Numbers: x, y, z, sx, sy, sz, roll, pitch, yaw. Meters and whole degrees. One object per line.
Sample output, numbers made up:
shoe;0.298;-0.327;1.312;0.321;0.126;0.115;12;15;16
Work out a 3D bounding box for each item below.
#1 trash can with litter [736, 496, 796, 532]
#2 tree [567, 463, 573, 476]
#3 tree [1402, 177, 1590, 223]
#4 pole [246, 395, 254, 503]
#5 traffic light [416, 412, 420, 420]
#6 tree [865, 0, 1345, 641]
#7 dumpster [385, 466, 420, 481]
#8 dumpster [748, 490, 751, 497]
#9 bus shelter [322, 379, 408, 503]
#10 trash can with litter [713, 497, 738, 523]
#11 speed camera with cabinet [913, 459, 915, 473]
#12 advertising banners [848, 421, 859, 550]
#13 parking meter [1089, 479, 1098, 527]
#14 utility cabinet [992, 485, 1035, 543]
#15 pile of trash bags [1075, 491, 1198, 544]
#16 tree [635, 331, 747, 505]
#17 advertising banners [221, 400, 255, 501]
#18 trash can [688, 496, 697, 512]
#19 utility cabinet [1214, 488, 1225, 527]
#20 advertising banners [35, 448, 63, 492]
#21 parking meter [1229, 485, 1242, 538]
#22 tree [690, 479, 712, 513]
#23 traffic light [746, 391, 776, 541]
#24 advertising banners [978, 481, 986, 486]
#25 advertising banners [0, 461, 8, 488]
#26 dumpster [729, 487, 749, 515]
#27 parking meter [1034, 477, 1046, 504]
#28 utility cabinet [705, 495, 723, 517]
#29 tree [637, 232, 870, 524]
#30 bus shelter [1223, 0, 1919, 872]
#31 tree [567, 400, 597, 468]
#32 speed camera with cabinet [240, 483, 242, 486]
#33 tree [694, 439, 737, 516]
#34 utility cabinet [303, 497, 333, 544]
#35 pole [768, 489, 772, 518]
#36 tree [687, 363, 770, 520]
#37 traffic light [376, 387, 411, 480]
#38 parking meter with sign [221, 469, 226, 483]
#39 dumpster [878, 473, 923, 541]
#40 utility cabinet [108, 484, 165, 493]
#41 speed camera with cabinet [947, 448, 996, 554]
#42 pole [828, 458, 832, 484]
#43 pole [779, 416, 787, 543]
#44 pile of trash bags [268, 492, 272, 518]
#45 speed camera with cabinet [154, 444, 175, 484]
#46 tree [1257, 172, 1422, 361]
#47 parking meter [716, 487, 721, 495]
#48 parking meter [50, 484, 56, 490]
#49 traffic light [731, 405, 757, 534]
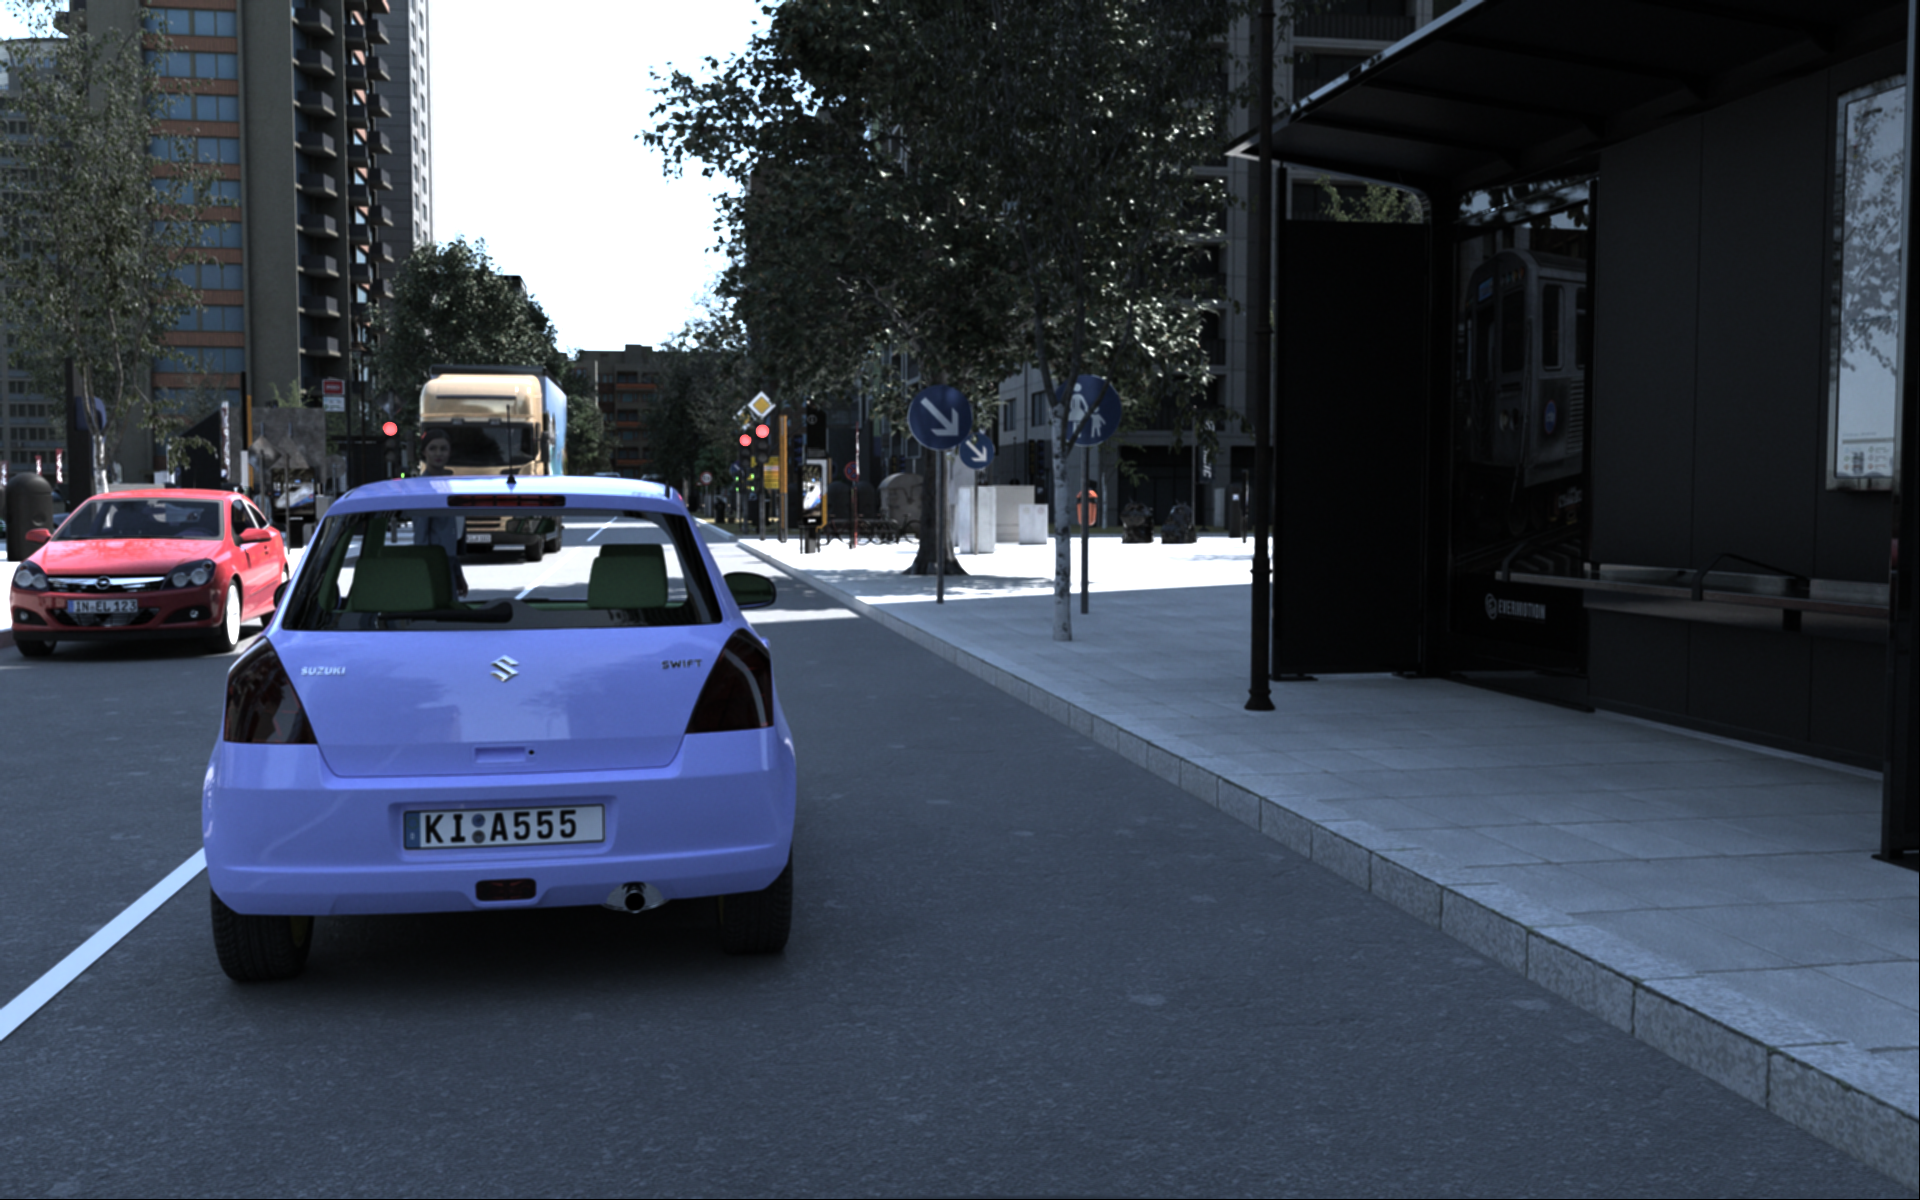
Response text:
trash can with litter;-6.762;-2.992;59.972;2.233;1.210;1.678;-1;4;-17
tree;-32.604;-9.454;138.283;4.285;4.588;4.351;0;3;0
tree;10.098;-4.968;31.591;4.360;8.622;3.978;0;3;0
pole;-14.701;-2.566;35.799;0.158;3.312;0.155;0;3;0
traffic light;-16.295;-3.937;53.285;0.839;4.253;0.868;-1;4;-10
tree;0.933;-3.934;14.681;4.360;8.622;3.978;0;3;0
dumpster;-18.961;-3.467;59.179;1.502;2.255;1.985;-1;4;-10
dumpster;-14.069;-7.279;121.500;1.502;2.255;1.985;-1;4;-10
bus shelter;-21.660;-5.242;63.345;2.179;5.291;8.768;-1;4;-10
trash can with litter;-10.362;-3.981;76.471;1.055;1.170;0.624;0;4;6
speed camera with cabinet;-2.682;-6.277;96.957;0.660;3.252;2.038;1;4;23
advertising banners;-2.481;-2.725;40.748;0.090;3.025;2.074;0;4;2
parking meter;5.117;-3.757;67.136;0.399;1.863;0.255;2;4;29
utility cabinet;1.328;-2.215;44.889;1.173;1.500;0.318;-1;4;-19
pile of trash bags;4.612;-2.190;45.558;3.447;1.369;1.912;2;4;28
tree;-30.925;-20.987;199.032;12.611;20.169;13.585;0;3;0
advertising banners;-13.347;-2.191;32.008;0.090;3.025;2.074;-3;4;-36
trash can;-18.952;-6.796;122.766;0.748;1.137;0.748;0;3;0
utility cabinet;10.162;-3.566;66.985;0.318;1.500;1.173;2;4;28
advertising banners;-34.160;-4.207;64.969;0.090;3.025;2.074;0;4;1
parking meter;8.017;-2.566;50.371;0.372;1.533;0.369;0;3;0
tree;-17.611;-7.663;119.886;1.663;3.219;1.824;0;3;0
traffic light;-5.410;-3.562;47.160;0.839;4.253;0.868;-1;4;-10
advertising banners;1.670;-4.986;77.716;2.074;3.025;0.090;0;4;-4
advertising banners;-50.114;-5.724;89.779;2.074;3.025;0.090;1;4;16
dumpster;-13.951;-6.338;109.390;1.264;1.857;1.865;-1;4;-10
parking meter;2.703;-3.232;58.555;0.399;1.863;0.255;0;4;-4
utility cabinet;-14.086;-5.379;99.106;1.020;1.237;0.306;0;4;-4
tree;-8.391;-9.986;73.636;12.009;13.543;11.850;0;3;0
bus shelter;3.175;-1.081;8.955;1.731;3.624;6.357;-1;4;-10
tree;-30.868;-11.970;130.114;7.601;10.594;8.767;-2;4;-27
speed camera with cabinet;-47.784;-7.338;114.315;2.038;3.252;0.660;0;4;-5
tree;-14.368;-7.318;103.361;4.285;4.588;4.351;0;3;0
utility cabinet;-16.637;-2.037;44.461;1.020;1.237;0.306;0;4;2
pole;-10.343;-6.136;94.164;0.158;3.312;0.155;0;3;0
tree;-11.366;-8.366;87.150;4.360;8.622;3.978;0;3;0
traffic light;-14.864;-3.456;45.429;0.839;4.253;0.868;-1;4;-10
parking meter with sign;-52.585;-7.729;122.631;1.738;3.016;0.543;2;4;34
dumpster;-1.525;-2.570;47.776;1.264;1.857;1.865;-1;4;-10
utility cabinet;-18.051;-1.787;37.901;0.318;1.500;1.173;3;5;44
speed camera with cabinet;0.228;-2.658;37.798;0.660;3.252;2.038;-1;4;-16
pole;-7.330;-6.350;97.671;0.158;3.312;0.155;0;3;0
pole;-4.596;-3.132;45.052;0.158;3.312;0.155;0;3;0
pile of trash bags;-36.114;-5.076;92.738;1.912;1.369;3.447;1;4;18
speed camera with cabinet;-31.639;-4.596;69.475;0.660;3.252;2.038;0;4;-4
tree;8.462;-5.324;37.407;4.737;8.622;4.395;0;3;0
parking meter;-14.795;-6.136;106.039;0.255;1.863;0.399;-1;4;-16
parking meter;-50.905;-5.598;97.240;0.399;1.863;0.255;0;4;-5
traffic light;-6.841;-4.043;55.017;0.839;4.253;0.868;-1;4;-10
